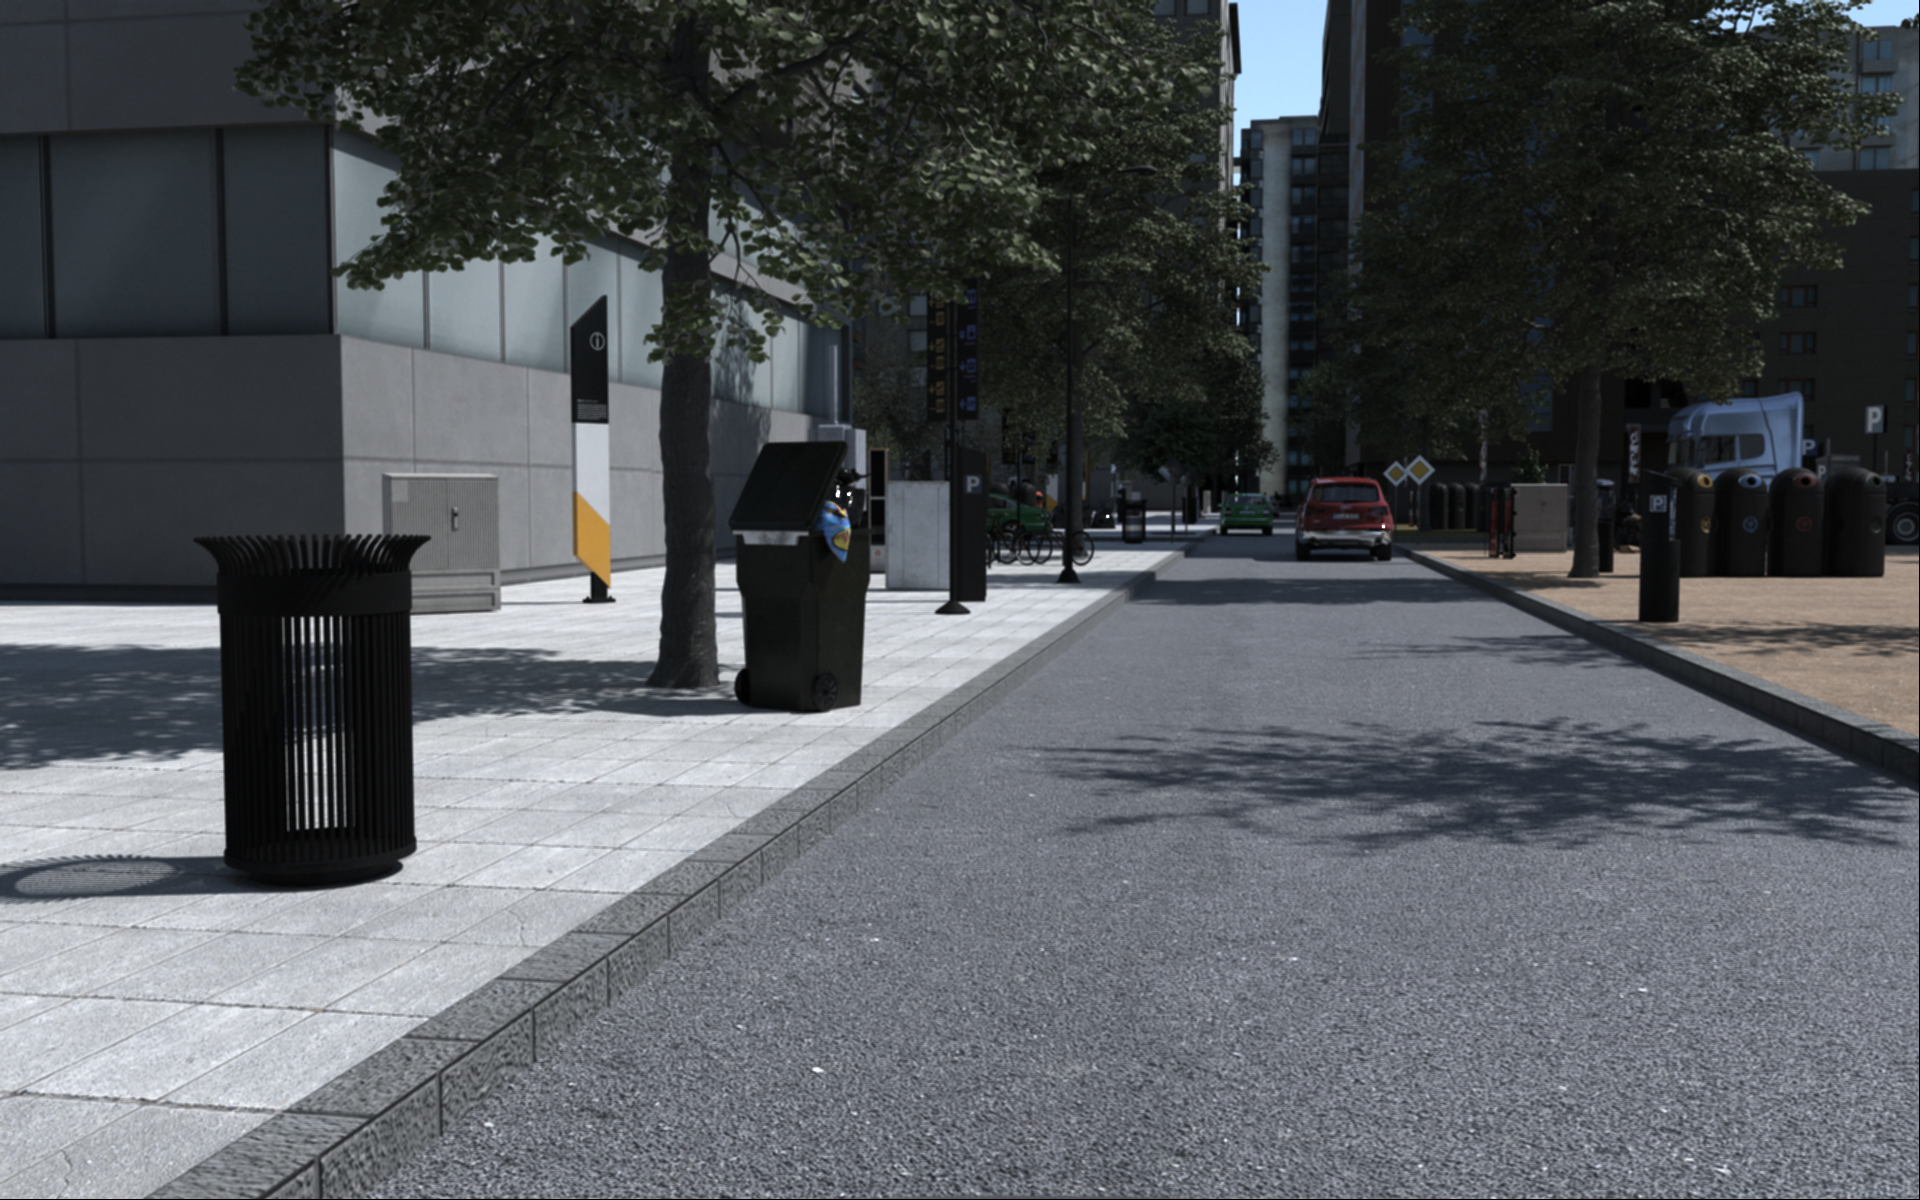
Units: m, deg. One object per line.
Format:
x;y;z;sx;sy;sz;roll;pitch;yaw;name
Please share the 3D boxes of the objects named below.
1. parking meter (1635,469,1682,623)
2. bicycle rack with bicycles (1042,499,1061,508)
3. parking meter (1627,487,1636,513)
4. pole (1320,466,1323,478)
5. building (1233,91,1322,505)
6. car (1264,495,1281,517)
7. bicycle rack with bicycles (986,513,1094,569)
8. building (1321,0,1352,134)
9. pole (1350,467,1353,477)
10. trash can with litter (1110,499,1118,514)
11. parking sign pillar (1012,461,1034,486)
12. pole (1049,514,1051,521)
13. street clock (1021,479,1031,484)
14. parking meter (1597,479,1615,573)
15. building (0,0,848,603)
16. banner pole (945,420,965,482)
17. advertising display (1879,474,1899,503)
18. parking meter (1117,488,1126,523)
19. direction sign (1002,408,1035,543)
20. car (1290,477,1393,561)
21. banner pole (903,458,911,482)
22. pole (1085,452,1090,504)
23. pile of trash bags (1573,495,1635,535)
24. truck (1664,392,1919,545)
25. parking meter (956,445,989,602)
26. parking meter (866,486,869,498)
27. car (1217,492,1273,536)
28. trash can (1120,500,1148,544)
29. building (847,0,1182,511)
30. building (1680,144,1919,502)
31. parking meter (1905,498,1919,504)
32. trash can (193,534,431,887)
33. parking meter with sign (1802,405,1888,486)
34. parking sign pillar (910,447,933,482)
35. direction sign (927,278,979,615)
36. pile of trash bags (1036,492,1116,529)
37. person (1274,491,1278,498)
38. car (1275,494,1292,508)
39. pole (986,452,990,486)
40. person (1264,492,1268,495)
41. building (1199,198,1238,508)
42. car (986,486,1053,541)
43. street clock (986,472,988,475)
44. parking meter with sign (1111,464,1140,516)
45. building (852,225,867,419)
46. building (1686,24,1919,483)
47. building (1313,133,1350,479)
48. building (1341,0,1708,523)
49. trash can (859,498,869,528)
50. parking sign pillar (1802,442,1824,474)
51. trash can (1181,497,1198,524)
7.039;-0.550;17.405;0.372;1.533;0.369;0;3;0;parking meter
5.815;-6.573;120.843;2.852;0.926;2.925;-2;4;-30;bicycle rack with bicycles
25.845;-3.561;66.639;0.372;1.533;0.369;0;3;0;parking meter
25.835;-7.948;123.796;0.158;3.312;0.155;0;3;0;pole
49.297;-36.585;217.775;30.456;49.044;23.786;1;4;10;building
18.920;-5.842;107.881;2.083;1.381;4.827;1;4;12;car
0.615;-1.093;31.257;2.852;0.926;2.925;-3;4;-39;bicycle rack with bicycles
43.803;-32.616;156.978;21.300;48.544;21.600;1;4;10;building
27.170;-7.725;120.152;0.158;3.312;0.155;0;3;0;pole
10.235;-6.268;113.873;1.055;1.170;0.624;1;4;11;trash can with litter
3.668;-6.882;100.995;1.447;3.967;1.447;-2;4;-33;parking sign pillar
3.876;-5.015;75.833;0.158;3.312;0.155;0;3;0;pole
3.123;-4.742;82.100;0.471;2.002;0.358;2;4;33;street clock
10.530;-1.223;28.403;0.372;1.533;0.369;0;3;0;parking meter
-16.741;-27.215;34.202;27.495;52.752;28.713;1;4;10;building
-0.122;-4.172;58.237;0.863;3.779;0.401;0;4;2;banner pole
30.249;-3.148;56.684;0.123;1.923;0.974;-1;4;-20;advertising display
7.286;-4.260;78.064;0.372;1.533;0.369;0;3;0;parking meter
1.540;-3.270;45.459;0.876;3.537;0.379;1;4;12;direction sign
8.578;-1.850;38.915;2.281;1.827;5.304;1;4;10;car
-3.102;-7.121;106.452;0.863;3.779;0.401;0;4;-7;banner pole
6.227;-5.554;84.646;0.158;3.312;0.155;0;3;0;pole
19.862;-2.691;53.758;1.912;1.369;3.447;3;4;37;pile of trash bags
27.873;-3.419;45.660;18.799;4.110;2.967;1;4;8;truck
0.127;-0.916;20.684;0.399;1.863;0.255;-1;4;-18;parking meter
-6.635;-7.249;124.233;0.399;1.863;0.255;1;4;13;parking meter
10.059;-3.193;61.008;1.959;1.807;4.718;0;4;8;car
4.513;-2.036;44.945;0.748;1.137;0.748;0;3;0;trash can
8.164;-33.835;142.443;28.713;52.752;27.495;1;4;10;building
40.267;-16.124;108.665;27.650;21.520;28.899;1;4;10;building
29.462;-2.764;53.606;0.372;1.533;0.369;0;3;0;parking meter
-2.164;0.355;5.845;0.748;1.137;0.748;0;3;0;trash can
17.215;-2.311;34.040;1.738;3.016;0.543;0;4;-8;parking meter with sign
-2.225;-6.812;99.849;1.447;3.967;1.447;1;4;23;parking sign pillar
-0.078;-1.622;18.509;0.379;3.537;0.876;-3;4;-38;direction sign
3.933;-3.301;63.720;3.447;1.369;1.912;-2;4;-32;pile of trash bags
33.694;-10.751;185.014;0.721;1.736;1.217;-1;4;-23;person
32.716;-10.126;175.345;2.009;1.686;4.222;1;4;9;car
1.366;-5.505;83.853;0.158;3.312;0.155;0;3;0;pole
31.559;-10.320;178.708;0.415;1.643;0.593;-3;5;-45;person
18.902;-23.959;163.424;14.160;30.474;14.107;1;4;10;building
0.306;-2.521;50.007;4.718;1.807;1.959;1;4;9;car
0.469;-2.481;45.137;0.471;2.002;0.358;-1;4;-11;street clock
9.650;-6.390;100.743;1.738;3.016;0.543;-2;4;-30;parking meter with sign
-10.716;-33.229;197.925;28.867;44.769;22.147;1;4;10;building
84.285;-34.272;179.952;30.456;49.044;23.786;1;4;10;building
35.982;-22.576;140.812;14.160;30.474;14.107;1;4;10;building
25.578;-26.328;80.577;14.600;45.320;14.200;1;4;10;building
-3.587;-3.250;64.784;0.748;1.137;0.748;0;3;0;trash can
44.197;-6.218;90.143;1.447;3.967;1.447;2;4;29;parking sign pillar
9.832;-3.826;74.202;0.748;1.137;0.748;0;3;0;trash can
